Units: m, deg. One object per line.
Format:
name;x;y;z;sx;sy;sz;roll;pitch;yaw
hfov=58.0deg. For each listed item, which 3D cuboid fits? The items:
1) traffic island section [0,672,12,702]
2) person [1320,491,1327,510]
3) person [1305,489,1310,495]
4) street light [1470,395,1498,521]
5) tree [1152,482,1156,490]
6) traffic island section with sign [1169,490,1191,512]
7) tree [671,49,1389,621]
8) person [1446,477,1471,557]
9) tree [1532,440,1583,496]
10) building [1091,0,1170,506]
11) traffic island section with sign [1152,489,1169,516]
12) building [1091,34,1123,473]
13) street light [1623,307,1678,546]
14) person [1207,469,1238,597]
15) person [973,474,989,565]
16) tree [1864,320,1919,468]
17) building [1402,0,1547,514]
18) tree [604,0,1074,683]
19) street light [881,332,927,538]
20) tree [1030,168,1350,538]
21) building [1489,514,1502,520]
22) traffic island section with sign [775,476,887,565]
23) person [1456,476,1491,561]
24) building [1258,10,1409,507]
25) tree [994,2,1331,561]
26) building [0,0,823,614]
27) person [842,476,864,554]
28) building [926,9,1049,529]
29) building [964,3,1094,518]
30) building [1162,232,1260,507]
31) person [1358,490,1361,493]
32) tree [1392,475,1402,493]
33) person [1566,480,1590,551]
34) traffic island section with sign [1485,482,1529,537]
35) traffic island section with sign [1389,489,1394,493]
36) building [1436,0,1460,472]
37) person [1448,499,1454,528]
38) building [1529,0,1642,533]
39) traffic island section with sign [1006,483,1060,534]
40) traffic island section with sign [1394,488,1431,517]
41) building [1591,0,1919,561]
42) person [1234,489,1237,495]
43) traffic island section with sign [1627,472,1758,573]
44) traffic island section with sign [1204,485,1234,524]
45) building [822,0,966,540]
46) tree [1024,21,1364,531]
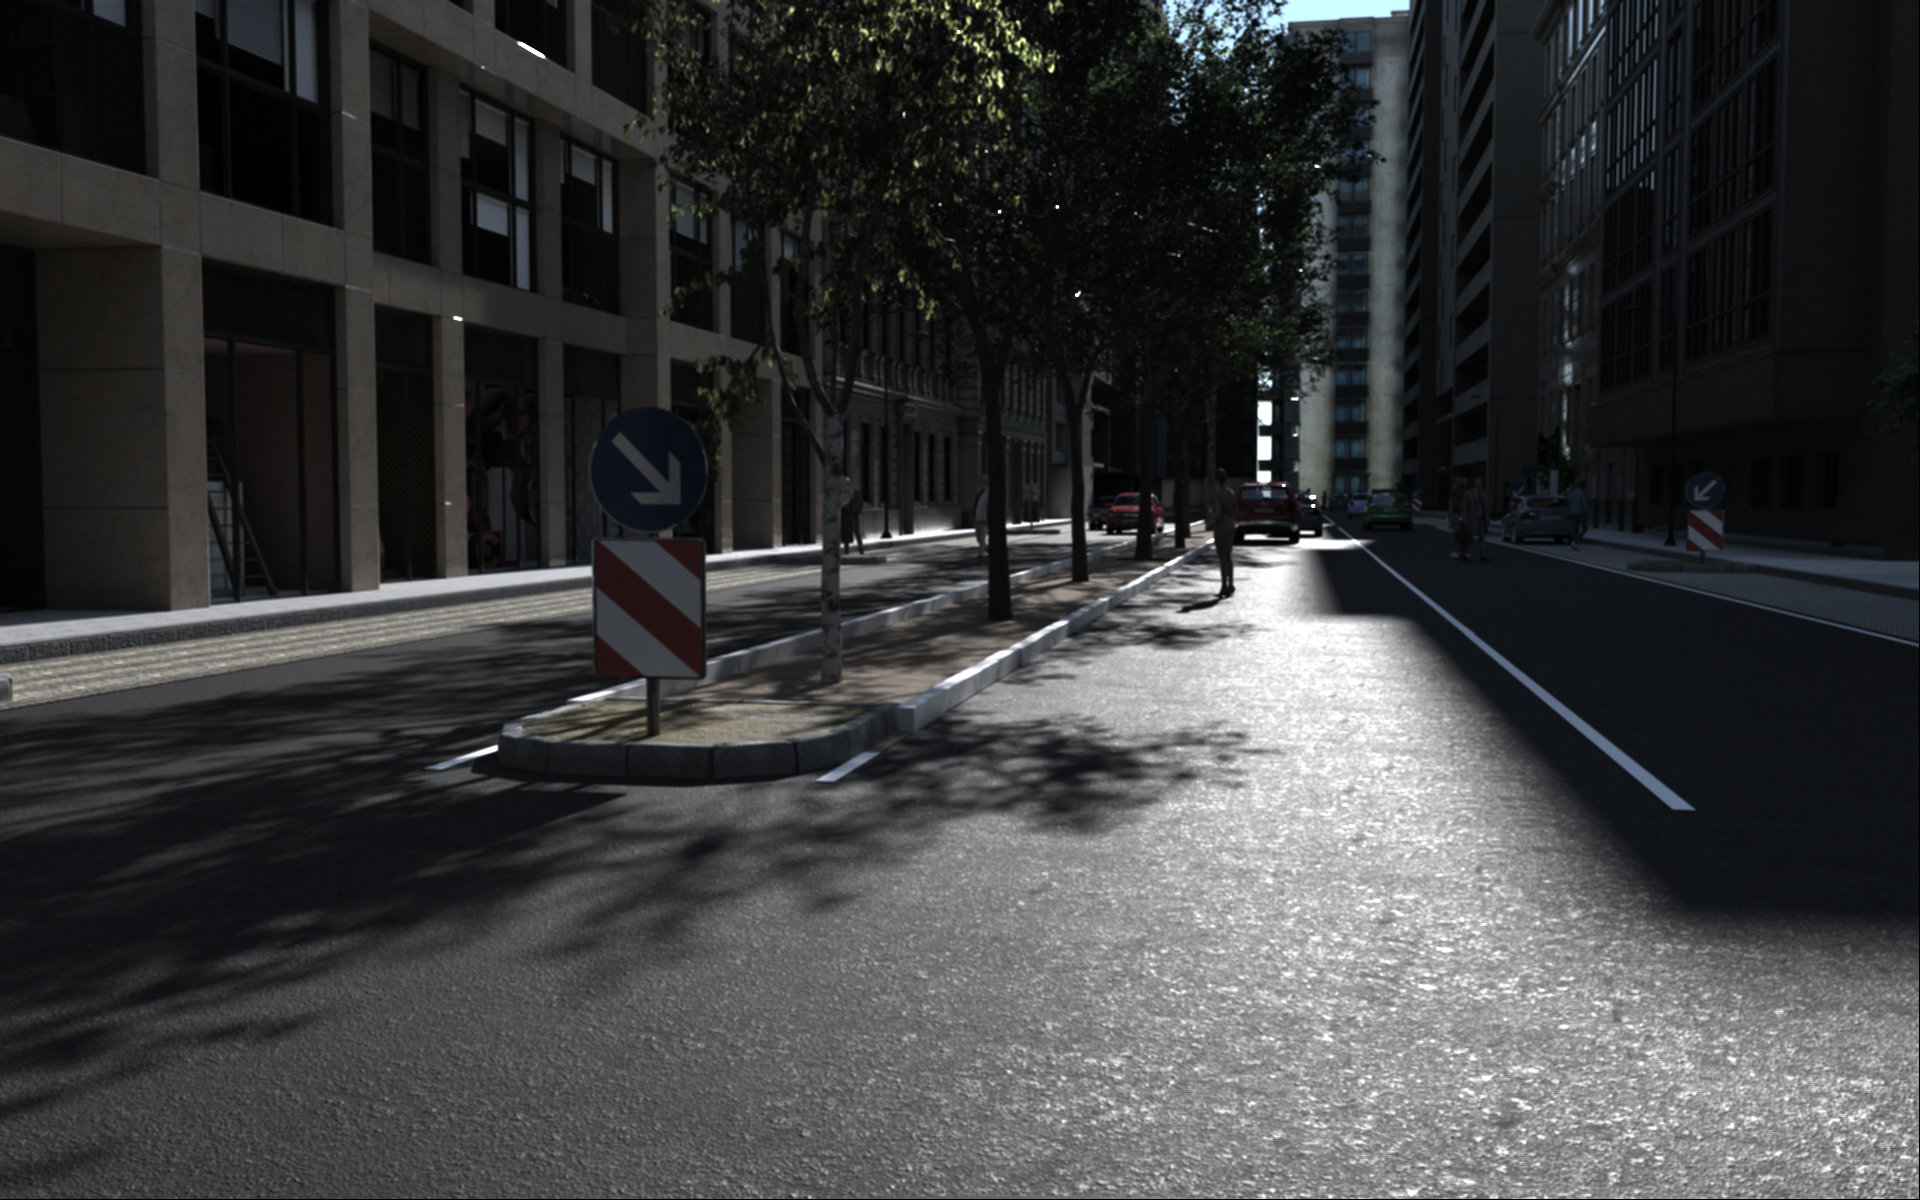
traffic island section;-7.699;0.673;11.273;2.009;0.180;2.903;1;4;11
person;32.650;-8.946;155.562;0.721;1.735;1.217;3;4;37
person;17.588;-4.785;87.654;0.530;1.710;0.541;2;4;29
street light;24.650;-6.660;81.430;1.470;5.913;1.316;1;4;11
tree;15.669;-9.188;144.827;1.663;3.219;1.824;0;3;0
traffic island section with sign;17.398;-7.934;138.347;1.989;1.847;2.006;1;4;11
tree;0.546;-5.062;19.626;8.767;10.594;7.601;1;4;11
person;11.321;-1.884;39.275;0.573;1.828;0.580;2;4;25
tree;21.185;-4.099;61.615;1.663;3.219;1.824;0;3;0
building;10.885;-30.814;153.912;14.200;45.320;14.600;1;4;11
traffic island section with sign;12.242;-6.316;111.888;1.989;1.847;2.006;1;4;11
building;-3.805;-32.125;114.481;28.713;52.752;27.495;1;4;11
street light;17.126;-4.307;42.968;1.470;5.913;1.316;1;4;11
person;3.656;-0.936;24.149;0.374;1.781;0.599;3;5;43
person;0.512;-1.655;35.436;0.514;1.842;0.818;3;4;38
tree;15.676;-2.606;26.319;4.285;4.588;4.351;0;3;0
building;48.250;-31.720;142.327;21.300;48.544;21.600;1;4;11
tree;-0.940;-3.685;13.073;4.360;8.622;3.978;0;3;0
street light;-1.602;-4.733;49.933;1.470;5.913;1.316;1;4;11
tree;7.315;-8.734;55.627;12.009;13.543;11.850;0;3;0
building;38.849;-28.731;93.446;21.300;48.544;21.600;1;4;11
traffic island section with sign;-2.588;-1.658;35.732;1.989;1.847;2.006;1;4;11
person;10.991;-1.731;36.900;0.694;1.812;0.767;-1;4;-19
building;45.710;-33.913;174.082;30.456;49.044;23.786;1;4;11
tree;4.041;-6.643;36.831;9.928;11.665;9.643;0;3;0
building;-16.218;-13.752;29.364;19.350;26.468;34.151;1;4;11
person;-2.496;-1.877;39.147;0.622;1.834;0.822;-1;4;-21
building;-2.195;-13.695;73.069;9.793;20.994;18.267;1;4;11
building;-0.546;-25.044;93.060;14.154;41.232;14.086;1;4;11
building;22.835;-24.590;173.743;14.107;30.474;14.160;1;4;11
person;28.619;-7.012;123.866;1.217;1.735;0.721;-2;4;-31
tree;40.225;-9.963;157.493;1.663;3.219;1.824;0;3;0
person;15.562;-2.128;43.637;0.444;1.785;0.601;-1;4;-15
traffic island section with sign;18.704;-3.060;58.663;1.989;1.847;2.006;1;4;11
traffic island section with sign;33.470;-7.692;134.398;1.989;1.847;2.006;1;4;11
building;47.370;-32.291;117.201;28.713;52.752;27.495;1;4;11
person;20.546;-3.634;72.201;0.394;1.301;0.425;1;4;9
building;30.044;-16.508;67.175;12.463;27.353;25.104;1;4;11
traffic island section with sign;2.565;-3.277;62.209;1.989;1.847;2.006;1;4;11
traffic island section with sign;28.298;-6.074;107.942;1.989;1.847;2.006;1;4;11
building;25.199;-15.258;42.974;14.314;27.812;24.014;1;4;11
person;14.757;-5.152;93.412;0.551;1.740;0.621;0;4;2
traffic island section with sign;13.554;-1.442;32.203;1.989;1.847;2.006;1;4;11
traffic island section with sign;12.848;-4.608;83.481;2.006;1.907;1.989;1;4;11
building;-6.299;-11.633;54.831;10.561;19.102;19.286;1;4;11
tree;8.712;-12.809;67.772;12.611;20.169;13.585;0;3;0
